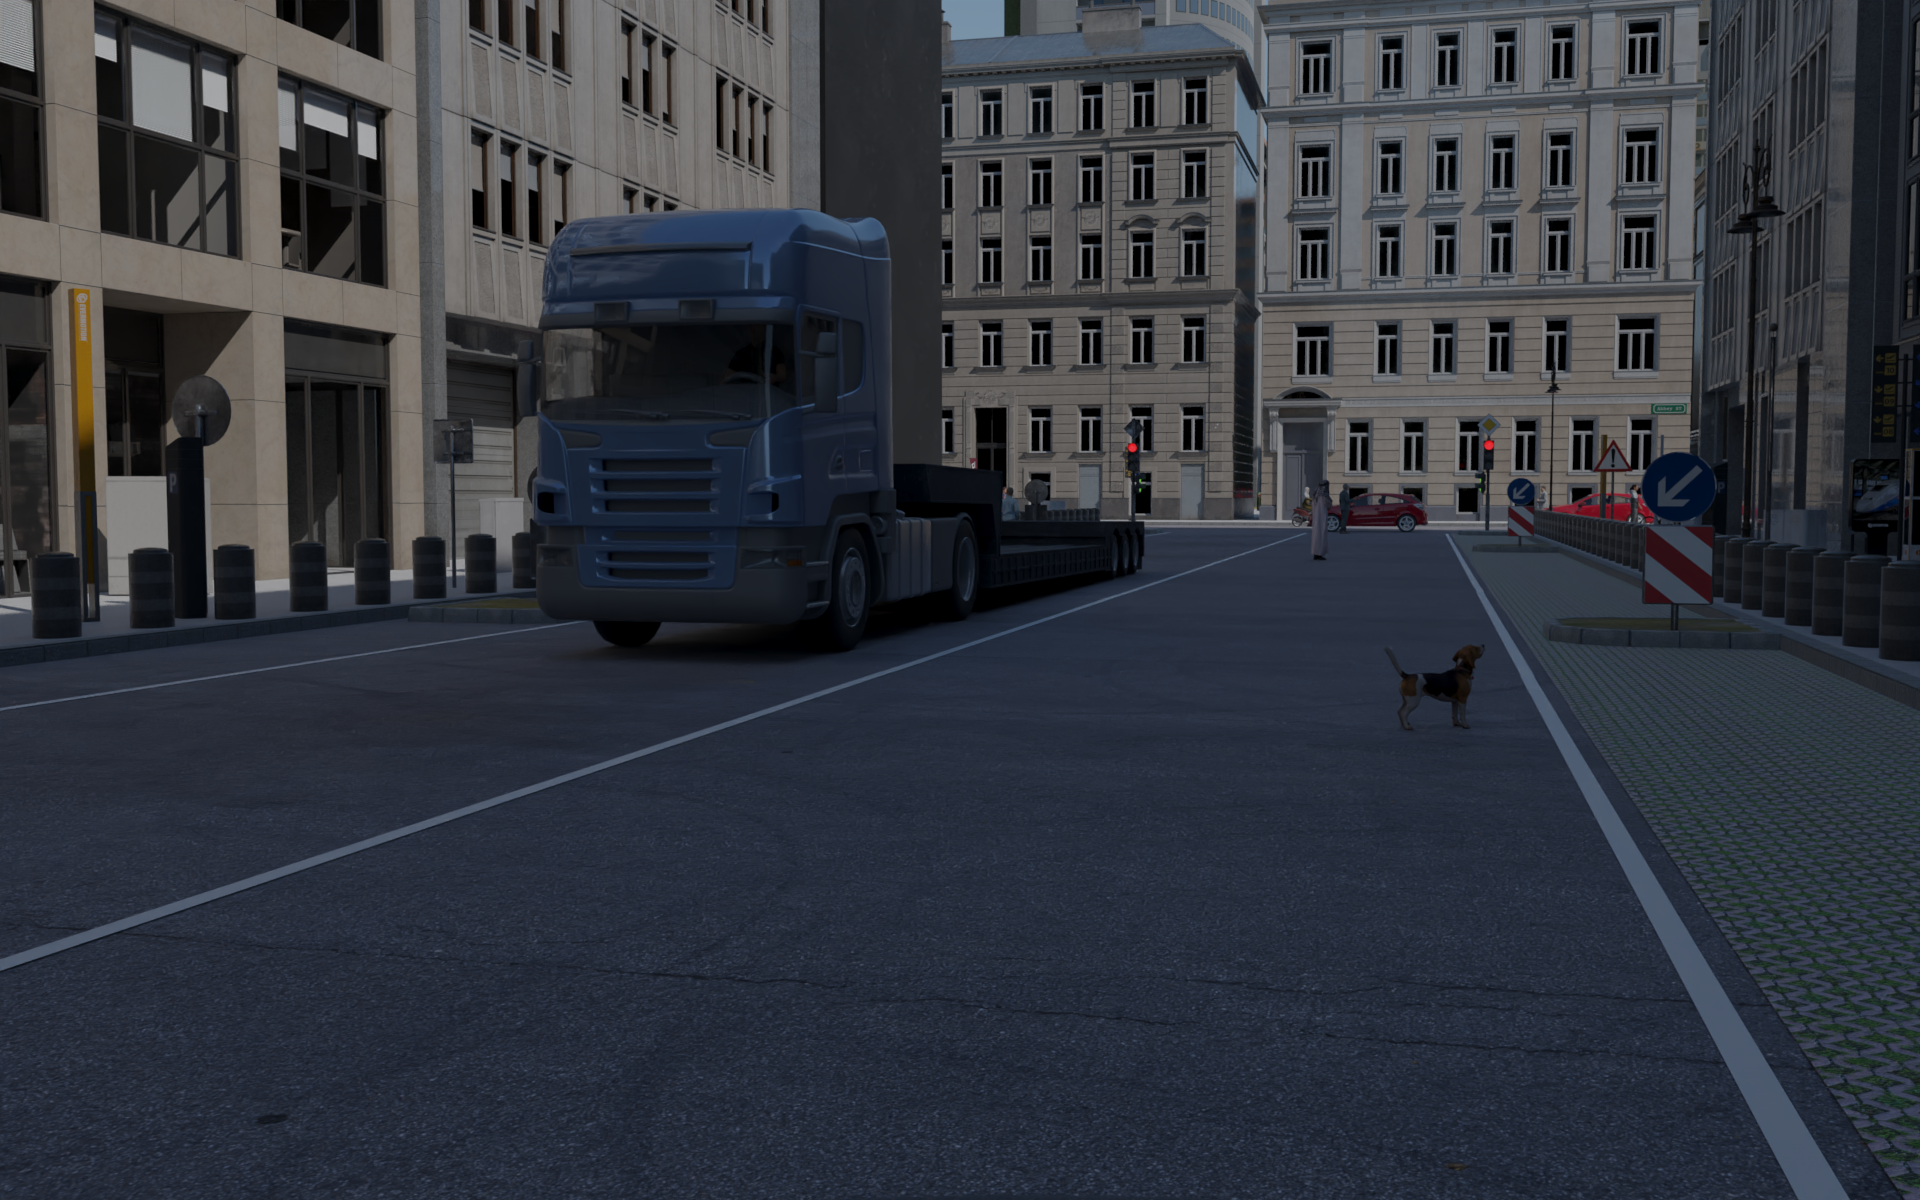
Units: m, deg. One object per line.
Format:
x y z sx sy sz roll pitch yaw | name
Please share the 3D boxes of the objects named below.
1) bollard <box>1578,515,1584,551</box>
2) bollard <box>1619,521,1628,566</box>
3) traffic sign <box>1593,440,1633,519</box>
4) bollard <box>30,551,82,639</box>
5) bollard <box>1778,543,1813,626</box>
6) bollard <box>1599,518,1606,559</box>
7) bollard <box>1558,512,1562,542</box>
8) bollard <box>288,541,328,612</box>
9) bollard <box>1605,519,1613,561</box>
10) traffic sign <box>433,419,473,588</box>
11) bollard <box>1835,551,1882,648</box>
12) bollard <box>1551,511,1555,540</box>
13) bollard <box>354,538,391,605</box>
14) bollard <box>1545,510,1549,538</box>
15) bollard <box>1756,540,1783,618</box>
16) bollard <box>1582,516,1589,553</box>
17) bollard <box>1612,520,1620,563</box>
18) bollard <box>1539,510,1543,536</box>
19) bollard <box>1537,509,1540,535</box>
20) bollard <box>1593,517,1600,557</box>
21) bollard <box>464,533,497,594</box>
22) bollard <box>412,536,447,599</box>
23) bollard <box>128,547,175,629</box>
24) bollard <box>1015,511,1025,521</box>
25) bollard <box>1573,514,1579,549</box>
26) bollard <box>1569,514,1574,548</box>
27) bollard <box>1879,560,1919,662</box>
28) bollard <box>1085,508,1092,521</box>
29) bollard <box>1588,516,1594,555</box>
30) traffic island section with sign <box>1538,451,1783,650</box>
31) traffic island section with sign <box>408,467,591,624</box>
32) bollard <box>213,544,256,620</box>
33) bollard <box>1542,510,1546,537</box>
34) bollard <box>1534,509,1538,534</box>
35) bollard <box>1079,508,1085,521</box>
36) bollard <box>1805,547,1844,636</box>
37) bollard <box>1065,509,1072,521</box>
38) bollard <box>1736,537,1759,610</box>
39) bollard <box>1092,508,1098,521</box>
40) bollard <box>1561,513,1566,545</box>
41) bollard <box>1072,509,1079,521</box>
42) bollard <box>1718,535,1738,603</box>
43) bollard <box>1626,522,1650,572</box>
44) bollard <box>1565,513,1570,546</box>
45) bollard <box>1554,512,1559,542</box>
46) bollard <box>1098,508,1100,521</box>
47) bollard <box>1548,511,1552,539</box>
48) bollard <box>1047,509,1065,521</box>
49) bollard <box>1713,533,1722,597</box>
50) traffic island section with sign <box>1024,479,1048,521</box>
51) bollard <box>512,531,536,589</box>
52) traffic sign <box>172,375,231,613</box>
14.223 -1.488 39.053 0.404 0.777 0.398 0 3 0 | bollard
12.038 -0.990 30.905 0.404 0.777 0.398 0 3 0 | bollard
15.580 -2.529 41.358 0.884 2.594 0.081 1 4 23 | traffic sign
-8.098 -0.049 15.516 0.404 0.777 0.398 0 3 0 | bollard
8.294 -0.136 16.935 0.404 0.777 0.398 0 3 0 | bollard
12.976 -1.204 34.402 0.404 0.777 0.398 0 3 0 | bollard
15.791 -1.846 44.901 0.404 0.777 0.398 0 3 0 | bollard
-7.157 -0.263 19.021 0.404 0.777 0.398 0 3 0 | bollard
12.667 -1.133 33.239 0.404 0.777 0.398 0 3 0 | bollard
-6.912 -1.314 23.621 0.606 2.300 0.079 1 4 16 | traffic sign
7.668 0.008 14.593 0.404 0.777 0.398 0 3 0 | bollard
16.412 -1.988 47.223 0.404 0.777 0.398 0 3 0 | bollard
-6.848 -0.334 20.183 0.404 0.777 0.398 0 3 0 | bollard
17.034 -2.130 49.549 0.404 0.777 0.398 0 3 0 | bollard
8.608 -0.207 18.095 0.404 0.777 0.398 0 3 0 | bollard
13.911 -1.417 37.892 0.404 0.777 0.398 0 3 0 | bollard
12.351 -1.061 32.065 0.404 0.777 0.398 0 3 0 | bollard
17.658 -2.273 51.883 0.404 0.777 0.398 0 3 0 | bollard
17.971 -2.344 53.044 0.404 0.777 0.398 0 3 0 | bollard
13.288 -1.275 35.569 0.404 0.777 0.398 0 3 0 | bollard
-6.226 -0.476 22.504 0.404 0.777 0.398 0 3 0 | bollard
-6.538 -0.405 21.344 0.404 0.777 0.398 0 3 0 | bollard
-7.785 -0.120 16.680 0.404 0.777 0.398 0 3 0 | bollard
1.902 -2.333 52.855 0.404 0.777 0.398 0 3 0 | bollard
14.538 -1.560 40.230 0.404 0.777 0.398 0 3 0 | bollard
14.850 -1.632 41.393 0.404 0.777 0.398 0 3 0 | bollard
7.362 0.079 13.430 0.404 0.777 0.398 0 3 0 | bollard
4.407 -2.904 62.202 0.404 0.777 0.398 0 3 0 | bollard
13.600 -1.346 36.732 0.404 0.777 0.398 0 3 0 | bollard
6.803 -0.509 16.957 1.989 1.847 2.006 1 4 15 | traffic island section with sign
-5.000 -0.703 20.116 1.989 1.847 2.006 1 4 15 | traffic island section with sign
-7.473 -0.191 17.842 0.404 0.777 0.398 0 3 0 | bollard
17.348 -2.201 50.710 0.404 0.777 0.398 0 3 0 | bollard
18.287 -2.416 54.212 0.404 0.777 0.398 0 3 0 | bollard
4.097 -2.833 61.040 0.404 0.777 0.398 0 3 0 | bollard
7.985 -0.064 15.765 0.404 0.777 0.398 0 3 0 | bollard
3.471 -2.691 58.720 0.404 0.777 0.398 0 3 0 | bollard
8.922 -0.278 19.270 0.404 0.777 0.398 0 3 0 | bollard
4.719 -2.976 63.368 0.404 0.777 0.398 0 3 0 | bollard
15.474 -1.774 43.722 0.404 0.777 0.398 0 3 0 | bollard
3.786 -2.762 59.880 0.404 0.777 0.398 0 3 0 | bollard
9.236 -0.350 20.436 0.404 0.777 0.398 0 3 0 | bollard
11.729 -0.918 29.731 0.404 0.777 0.398 0 3 0 | bollard
15.160 -1.703 42.561 0.404 0.777 0.398 0 3 0 | bollard
16.100 -1.917 46.063 0.404 0.777 0.398 0 3 0 | bollard
5.029 -3.047 64.529 0.404 0.777 0.398 0 3 0 | bollard
16.725 -2.059 48.387 0.404 0.777 0.398 0 3 0 | bollard
3.164 -2.619 57.545 0.404 0.777 0.398 0 3 0 | bollard
9.550 -0.421 21.596 0.404 0.777 0.398 0 3 0 | bollard
1.965 -2.296 46.160 1.989 1.847 2.006 1 4 15 | traffic island section with sign
-5.915 -0.548 23.670 0.404 0.777 0.398 0 3 0 | bollard
-8.126 -1.127 18.536 0.768 2.556 0.104 1 4 18 | traffic sign
